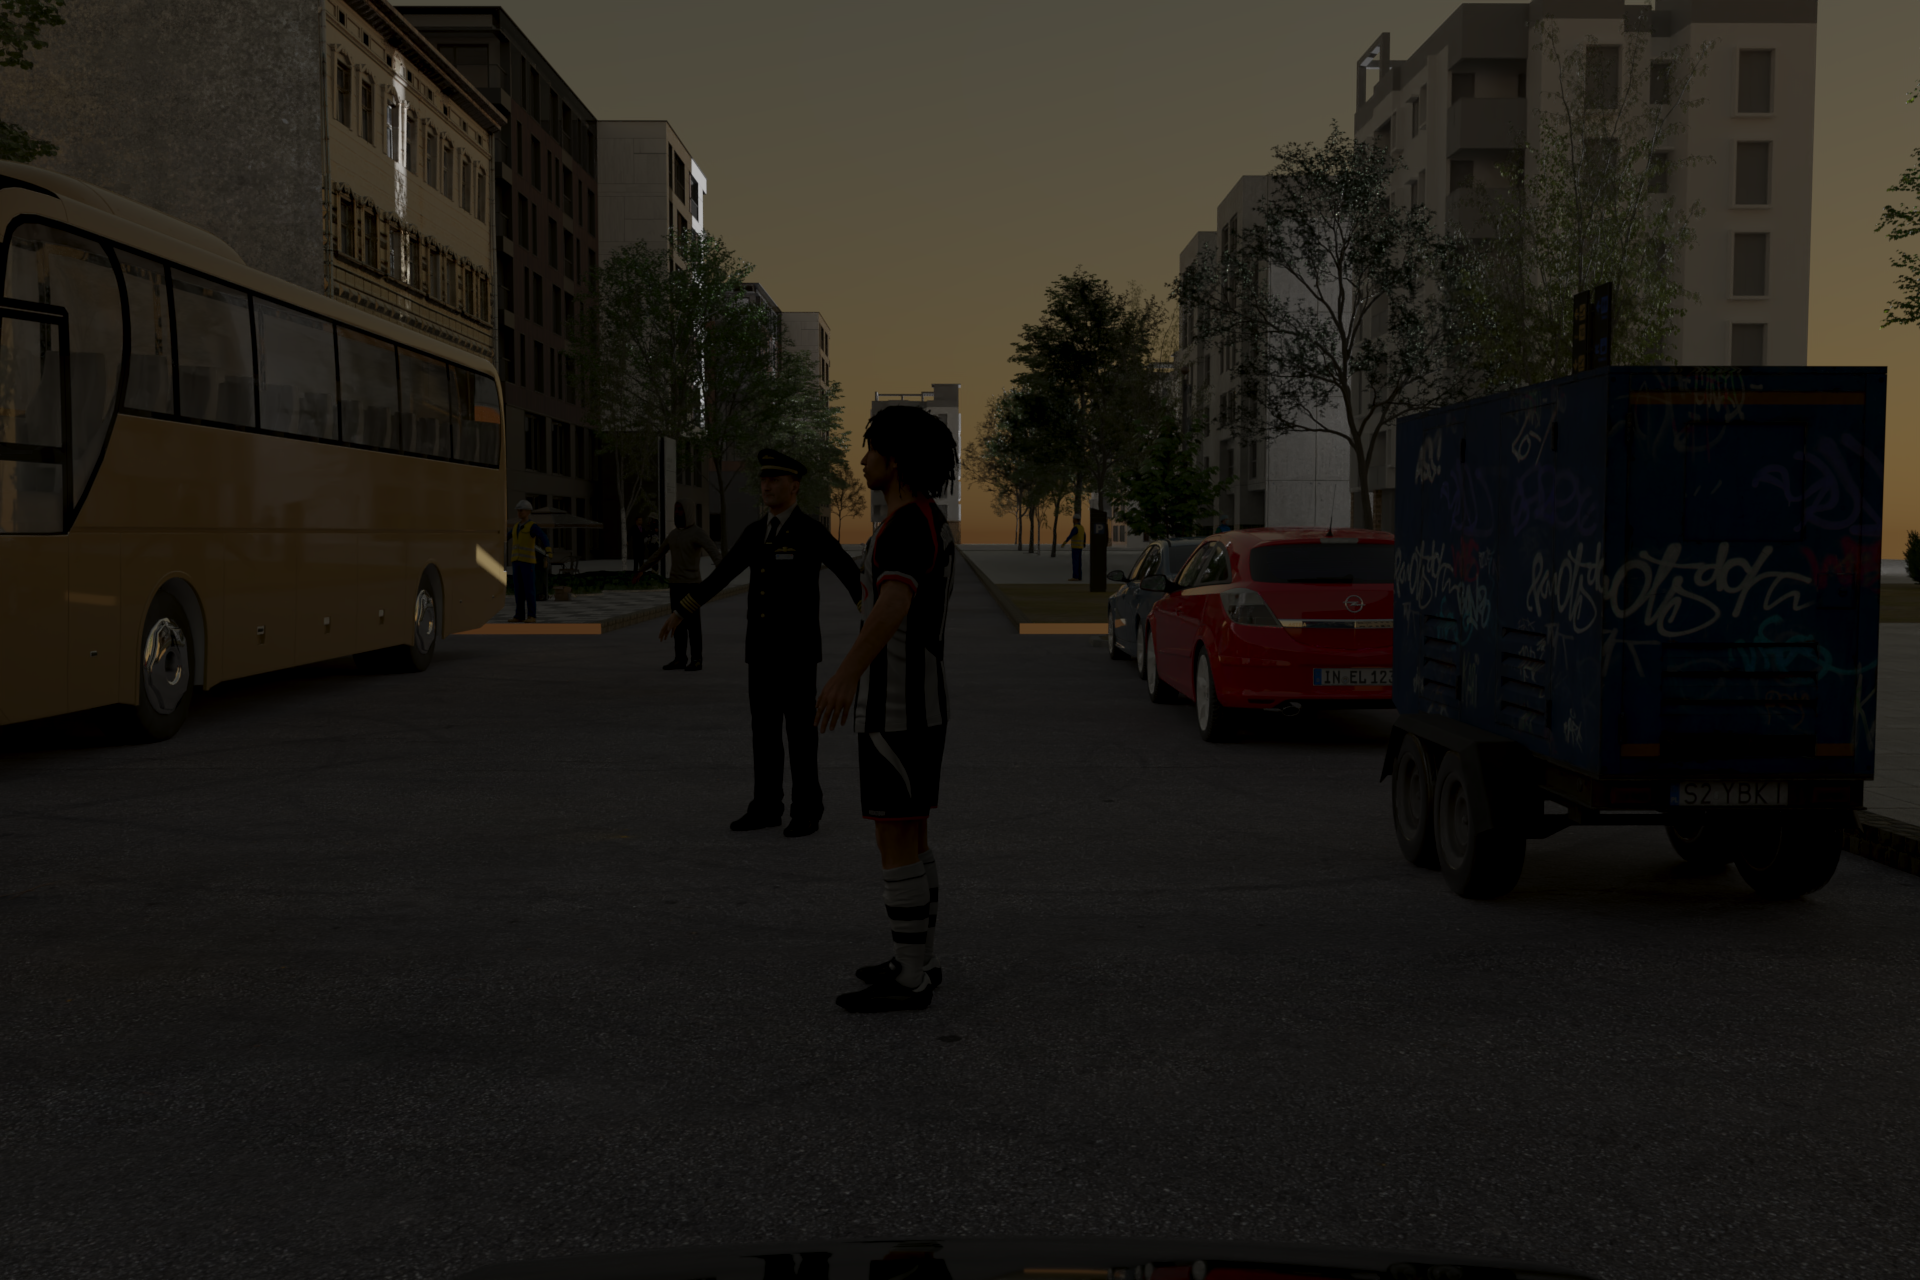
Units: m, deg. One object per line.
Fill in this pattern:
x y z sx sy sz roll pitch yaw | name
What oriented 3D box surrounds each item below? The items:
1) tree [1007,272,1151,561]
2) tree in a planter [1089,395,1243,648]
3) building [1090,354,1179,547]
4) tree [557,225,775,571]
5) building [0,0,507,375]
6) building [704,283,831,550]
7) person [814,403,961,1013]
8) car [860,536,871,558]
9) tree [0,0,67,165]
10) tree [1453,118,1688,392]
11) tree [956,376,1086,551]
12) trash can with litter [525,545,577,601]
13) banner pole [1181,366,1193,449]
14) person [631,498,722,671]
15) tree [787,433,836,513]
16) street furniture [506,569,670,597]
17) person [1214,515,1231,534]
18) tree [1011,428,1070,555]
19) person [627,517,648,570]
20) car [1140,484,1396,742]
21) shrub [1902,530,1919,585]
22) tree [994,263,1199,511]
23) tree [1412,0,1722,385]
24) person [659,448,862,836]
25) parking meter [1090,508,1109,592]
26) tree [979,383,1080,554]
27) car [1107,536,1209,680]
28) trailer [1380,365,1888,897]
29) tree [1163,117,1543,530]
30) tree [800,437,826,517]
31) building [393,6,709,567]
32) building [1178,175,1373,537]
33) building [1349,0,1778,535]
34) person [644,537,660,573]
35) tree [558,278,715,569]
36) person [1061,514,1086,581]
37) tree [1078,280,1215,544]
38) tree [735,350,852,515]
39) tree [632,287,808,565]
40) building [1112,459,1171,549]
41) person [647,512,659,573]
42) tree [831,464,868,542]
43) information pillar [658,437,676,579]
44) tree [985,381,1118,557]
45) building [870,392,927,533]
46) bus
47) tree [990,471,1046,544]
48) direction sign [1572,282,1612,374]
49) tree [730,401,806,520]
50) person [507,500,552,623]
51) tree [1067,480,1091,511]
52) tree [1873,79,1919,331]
5.508 -9.640 75.735 7.486 12.596 7.792 0 3 0 | tree
2.692 -1.539 22.391 1.991 3.239 1.994 0 4 0 | tree in a planter
19.476 -20.446 190.705 16.016 20.090 11.380 0 4 -1 | building
-9.807 -8.102 58.221 9.928 11.665 9.643 0 3 0 | tree
-26.076 -13.657 54.224 19.493 23.208 18.063 0 4 -1 | building
-26.865 -19.159 157.228 27.936 21.610 32.646 0 3 0 | building
-0.201 0.201 5.314 0.704 1.843 1.345 0 4 7 | person
-3.682 -4.284 82.399 2.083 1.381 4.827 0 4 -1 | car
-12.844 -6.061 17.217 7.486 12.596 7.792 0 3 0 | tree
10.893 -4.904 30.549 4.737 8.622 4.395 0 3 0 | tree
4.697 -13.501 131.104 12.009 13.543 11.850 0 3 0 | tree
-7.909 -1.339 33.288 1.055 1.170 0.624 0 4 -1 | trash can with litter
3.362 -2.181 25.681 0.401 3.779 0.863 0 4 -2 | banner pole
-2.909 -0.590 18.229 1.348 1.813 0.705 3 4 36 | person
-10.602 -10.354 119.657 4.737 8.622 4.395 0 3 0 | tree
-11.258 -1.338 37.511 10.072 0.657 5.734 -1 4 -13 | street furniture
7.435 -2.594 48.535 1.347 1.817 0.704 -3 5 -44 | person
4.591 -9.512 105.888 4.360 8.622 3.978 0 3 0 | tree
-9.758 -2.847 52.766 0.704 1.802 1.346 3 4 36 | person
2.525 -0.267 13.408 2.155 1.783 4.494 0 4 -1 | car
22.960 -2.232 40.539 1.661 2.075 1.752 0 3 0 | shrub
4.716 -7.719 60.615 7.601 10.594 8.767 -1 4 -17 | tree
8.669 -4.497 23.883 4.360 8.622 3.978 0 3 0 | tree
-0.872 0.003 8.339 1.347 1.837 0.705 2 4 32 | person
3.075 -1.993 38.290 0.399 1.863 0.255 0 4 -2 | parking meter
4.799 -11.531 114.292 9.928 11.665 9.643 0 3 0 | tree
2.604 -0.385 18.291 2.014 1.417 4.499 0 4 -1 | car
2.637 -0.050 7.859 1.471 1.999 3.904 0 4 -1 | trailer
9.049 -6.363 38.449 8.767 10.594 7.601 -1 4 -17 | tree
-11.295 -10.758 126.253 4.737 8.622 4.395 0 3 0 | tree
-28.372 -14.660 83.671 27.936 21.610 32.646 0 4 0 | building
22.264 -13.926 94.153 16.747 18.905 31.486 0 4 0 | building
20.566 -12.878 66.980 16.016 20.090 11.380 0 4 0 | building
-9.919 -3.144 57.583 1.347 1.806 0.705 -2 4 -25 | person
-10.023 -6.127 50.543 4.360 8.622 3.978 0 3 0 | tree
3.159 -2.526 47.271 0.705 1.833 1.349 2 4 31 | person
5.641 -6.112 50.290 4.360 8.622 3.978 0 3 0 | tree
-10.250 -11.518 106.453 7.486 12.596 7.792 0 3 0 | tree
-9.937 -8.935 71.836 9.928 11.665 9.643 0 3 0 | tree
19.139 -12.880 152.734 9.099 9.664 28.070 0 4 0 | building
-8.185 -2.471 46.173 0.705 1.856 1.354 -1 4 -13 | person
-15.111 -17.477 220.161 7.601 10.594 8.767 0 4 3 | tree
-7.184 -3.135 42.577 0.184 3.620 1.656 0 4 0 | information pillar
5.291 -9.808 94.775 8.767 10.594 7.601 -2 4 -30 | tree
-11.111 -22.230 222.330 11.380 20.090 16.016 0 4 5 | building
-6.701 -1.440 15.090 2.896 3.916 12.252 0 4 -1 | bus
7.355 -17.303 217.312 7.601 10.594 8.767 0 4 -4 | tree
5.823 -1.471 16.054 0.379 3.537 0.876 0 4 -1 | direction sign
-11.053 -8.821 94.578 4.360 8.622 3.978 0 3 0 | tree
-6.355 -1.136 25.033 1.216 1.772 0.721 2 4 28 | person
17.212 -17.955 219.323 9.928 11.665 9.643 0 3 0 | tree
19.118 -6.263 28.156 9.928 11.665 9.643 0 3 0 | tree
